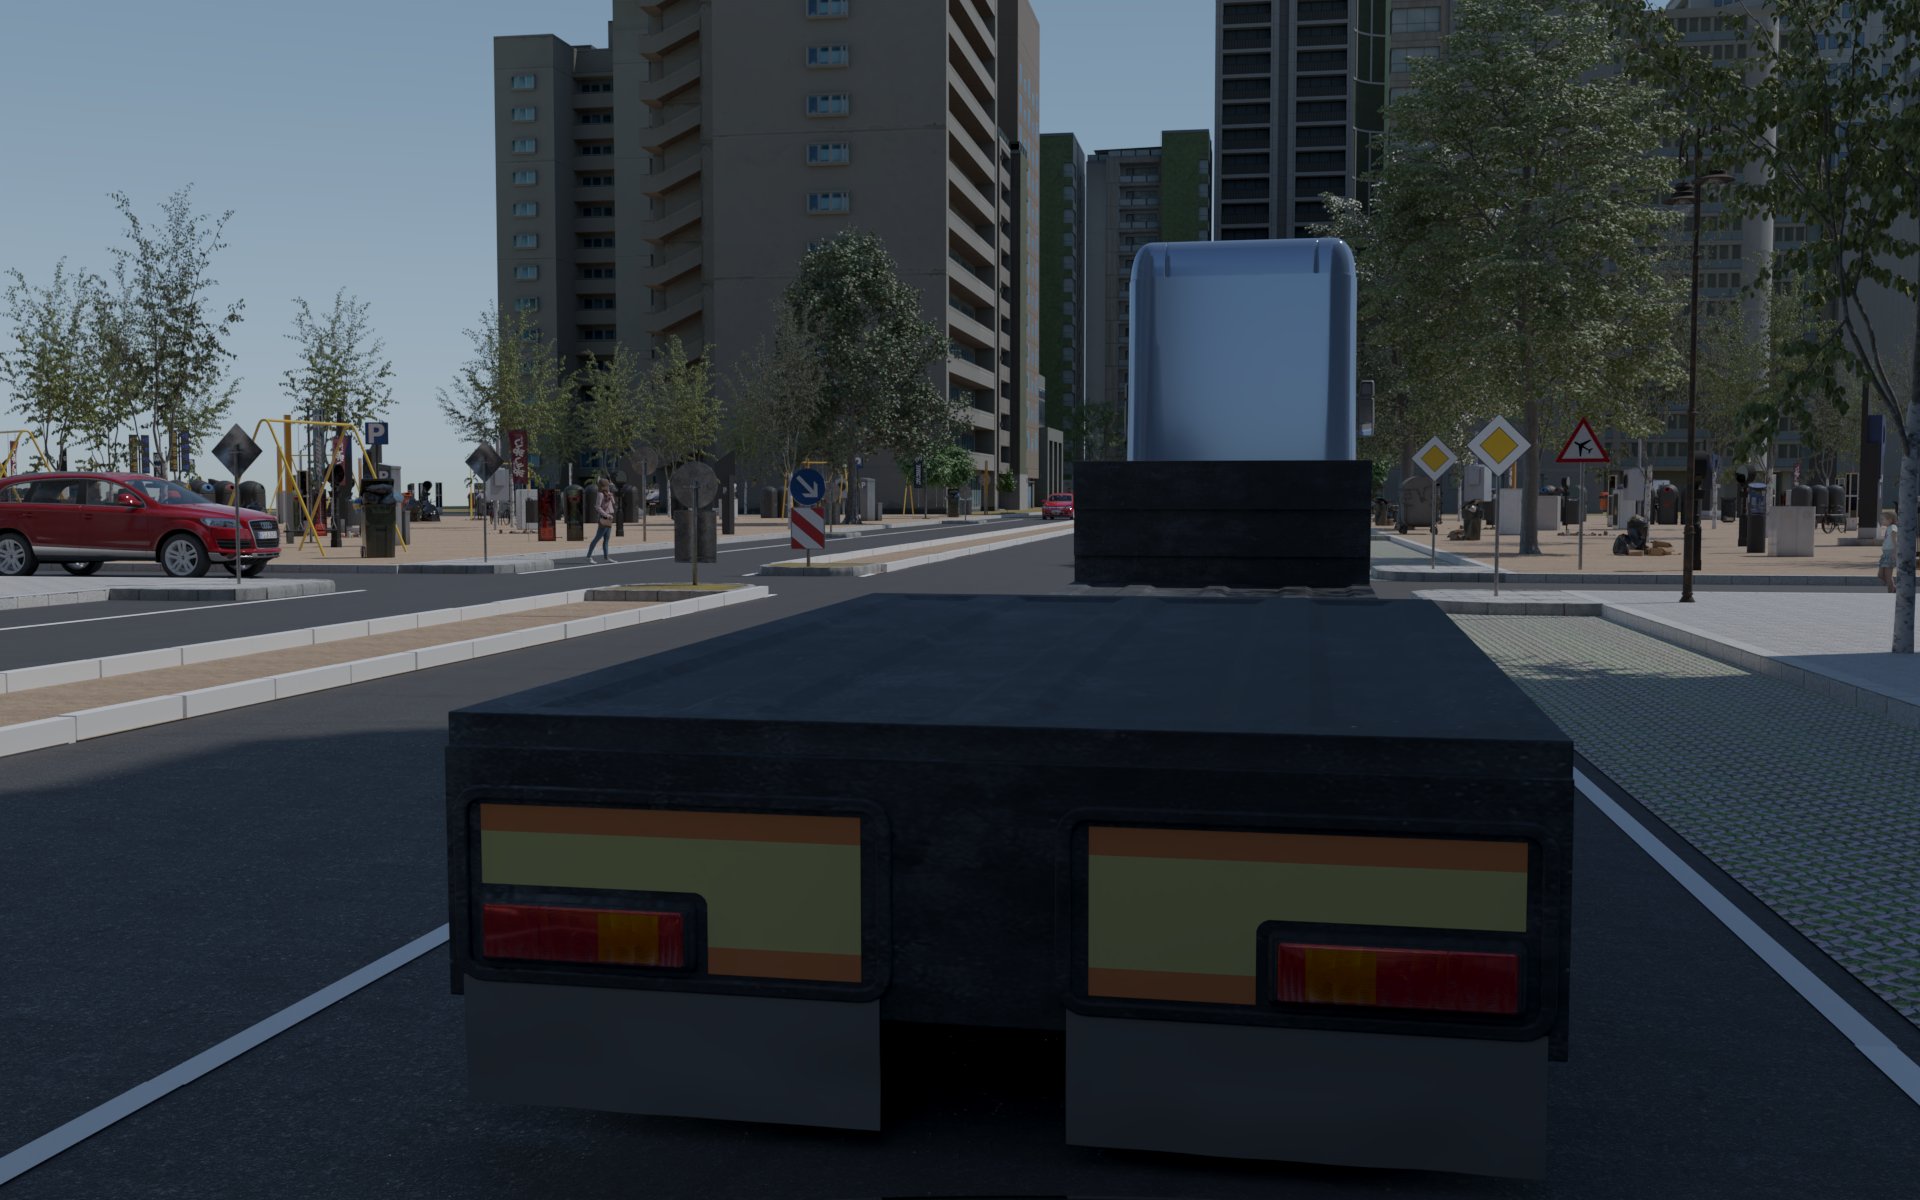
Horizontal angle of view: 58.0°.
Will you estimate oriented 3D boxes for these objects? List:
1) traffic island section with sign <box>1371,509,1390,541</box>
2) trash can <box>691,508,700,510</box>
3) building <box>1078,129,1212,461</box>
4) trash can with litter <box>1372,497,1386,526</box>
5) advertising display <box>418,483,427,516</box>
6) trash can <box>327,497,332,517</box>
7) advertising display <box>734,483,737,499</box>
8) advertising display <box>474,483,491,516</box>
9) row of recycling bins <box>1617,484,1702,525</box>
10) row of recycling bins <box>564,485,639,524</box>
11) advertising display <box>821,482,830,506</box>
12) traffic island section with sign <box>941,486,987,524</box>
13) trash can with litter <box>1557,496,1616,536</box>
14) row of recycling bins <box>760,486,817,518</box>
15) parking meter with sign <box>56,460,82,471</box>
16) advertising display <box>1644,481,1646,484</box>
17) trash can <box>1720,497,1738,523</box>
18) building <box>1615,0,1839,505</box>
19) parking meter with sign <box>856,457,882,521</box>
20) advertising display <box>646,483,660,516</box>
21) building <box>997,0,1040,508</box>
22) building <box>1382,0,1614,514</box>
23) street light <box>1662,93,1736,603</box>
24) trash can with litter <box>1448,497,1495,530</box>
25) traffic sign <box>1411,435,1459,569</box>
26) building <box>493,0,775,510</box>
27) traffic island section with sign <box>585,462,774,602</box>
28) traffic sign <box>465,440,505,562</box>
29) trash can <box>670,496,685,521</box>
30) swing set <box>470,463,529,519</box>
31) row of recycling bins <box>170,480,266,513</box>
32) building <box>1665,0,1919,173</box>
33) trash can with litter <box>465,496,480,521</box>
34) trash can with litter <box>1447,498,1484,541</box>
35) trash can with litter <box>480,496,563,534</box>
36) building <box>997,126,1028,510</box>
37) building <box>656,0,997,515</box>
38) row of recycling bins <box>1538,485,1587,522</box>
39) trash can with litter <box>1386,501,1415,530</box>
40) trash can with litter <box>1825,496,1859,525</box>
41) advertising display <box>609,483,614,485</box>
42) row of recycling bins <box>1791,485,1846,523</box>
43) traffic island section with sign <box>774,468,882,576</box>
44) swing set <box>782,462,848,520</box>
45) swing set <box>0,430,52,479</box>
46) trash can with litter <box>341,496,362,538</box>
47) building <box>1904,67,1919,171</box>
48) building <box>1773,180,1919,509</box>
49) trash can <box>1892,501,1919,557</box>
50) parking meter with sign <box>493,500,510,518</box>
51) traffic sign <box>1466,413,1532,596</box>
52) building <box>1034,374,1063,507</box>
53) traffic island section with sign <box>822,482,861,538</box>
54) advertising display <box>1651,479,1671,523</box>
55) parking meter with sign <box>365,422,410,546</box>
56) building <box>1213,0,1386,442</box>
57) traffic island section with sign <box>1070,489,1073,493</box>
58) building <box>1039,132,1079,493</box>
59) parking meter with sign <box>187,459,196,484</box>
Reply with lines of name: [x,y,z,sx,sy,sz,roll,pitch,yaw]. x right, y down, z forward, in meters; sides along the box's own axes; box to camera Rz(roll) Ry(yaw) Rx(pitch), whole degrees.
traffic island section with sign: [12.308,-2.766,53.846,1.989,1.847,2.006,1,4,10]
trash can: [-13.091,-4.498,85.188,0.748,1.137,0.748,0,3,0]
building: [21.611,-31.473,198.175,14.086,41.232,14.154,1,4,10]
trash can with litter: [17.077,-3.578,69.895,1.055,1.170,0.624,-3,5,-43]
advertising display: [-30.861,-5.771,99.563,0.123,1.923,0.974,0,4,8]
trash can: [-35.218,-5.208,96.807,0.748,1.137,0.748,0,3,0]
advertising display: [-13.067,-5.730,98.907,0.123,1.923,0.974,2,4,30]
advertising display: [-27.364,-5.754,99.294,0.974,1.923,0.123,-3,4,-36]
row of recycling bins: [29.290,-4.023,72.888,3.534,1.692,1.069,1,4,21]
row of recycling bins: [-15.680,-4.211,75.969,3.534,1.692,1.069,-3,5,-42]
advertising display: [-7.427,-5.570,96.290,0.123,1.923,0.974,-3,4,-36]
traffic island section with sign: [0.245,-4.593,83.731,1.989,1.847,2.006,1,4,10]
trash can with litter: [19.301,-2.580,53.247,2.233,1.210,1.678,-1,4,-10]
row of recycling bins: [-9.105,-5.233,92.672,3.534,1.692,1.069,-3,5,-43]
parking meter with sign: [-45.811,-5.723,89.840,1.738,3.016,0.543,-1,4,-17]
advertising display: [33.152,-4.771,83.219,0.123,1.923,0.974,-1,4,-15]
trash can: [34.424,-4.033,77.593,0.748,1.137,0.748,0,3,0]
building: [47.685,-27.162,135.972,32.217,40.220,23.993,1,4,10]
parking meter with sign: [-4.345,-5.243,81.988,0.543,3.016,1.738,2,4,33]
advertising display: [-18.061,-5.894,101.573,0.974,1.923,0.123,-3,4,-39]
building: [-0.851,-30.621,150.756,14.600,45.320,14.200,1,4,10]
building: [36.060,-26.609,118.657,14.154,41.232,14.086,1,4,10]
street light: [8.618,-2.909,20.348,0.468,5.910,1.993,1,4,10]
trash can with litter: [18.848,-3.173,62.941,1.678,1.210,2.233,-3,5,-42]
traffic sign: [8.081,-1.584,29.534,0.795,2.450,0.064,1,4,10]
building: [-32.548,-33.743,175.397,21.600,48.544,21.300,1,4,10]
traffic island section with sign: [-3.839,-0.958,23.802,2.006,1.907,1.989,1,4,10]
traffic sign: [-8.909,-1.764,32.477,0.795,2.450,0.064,1,4,10]
trash can: [-13.717,-4.425,84.005,0.748,1.137,0.748,0,3,0]
swing set: [-23.379,-5.500,87.548,3.119,2.851,2.862,-1,4,-15]
row of recycling bins: [-22.452,-2.748,52.044,1.069,1.692,3.534,2,4,27]
building: [92.459,-39.521,188.165,28.212,58.520,21.231,1,4,10]
trash can with litter: [-23.598,-4.480,84.312,1.678,1.210,2.233,0,4,-1]
trash can with litter: [13.932,-2.230,47.855,0.624,1.170,1.055,-3,4,-36]
trash can with litter: [-14.252,-2.763,56.236,2.233,1.210,1.678,-1,4,-21]
building: [-2.477,-22.343,137.002,14.160,30.474,14.107,1,4,10]
building: [-9.555,-30.298,119.078,21.300,48.544,21.600,1,4,10]
row of recycling bins: [27.956,-4.545,81.425,1.069,1.692,3.534,-2,4,-31]
trash can with litter: [15.736,-3.055,61.333,0.624,1.170,1.055,-1,4,-14]
trash can with litter: [36.699,-3.717,71.829,2.233,1.210,1.678,2,4,35]
advertising display: [-19.234,-5.605,96.857,0.974,1.923,0.123,-3,4,-38]
row of recycling bins: [39.167,-4.359,78.379,3.534,1.692,1.069,-1,4,-20]
traffic island section with sign: [-2.569,-1.404,31.100,2.006,1.907,1.989,1,4,10]
swing set: [-7.147,-5.325,84.682,3.119,2.851,2.862,-1,4,-17]
swing set: [-23.685,-2.776,43.007,3.119,2.851,2.862,3,5,41]
trash can with litter: [-17.658,-2.474,51.505,1.678,1.210,2.233,2,4,35]
building: [95.574,-29.002,157.780,14.086,41.232,14.154,1,4,10]
building: [81.488,-23.720,159.525,14.107,30.474,14.160,1,4,10]
trash can: [19.503,-1.459,35.504,0.748,1.137,0.748,0,3,0]
parking meter with sign: [-24.395,-5.861,92.082,0.543,3.016,1.738,-3,5,-45]
traffic sign: [6.722,-1.102,21.665,0.795,2.450,0.064,1,4,10]
building: [-6.522,-52.344,168.503,31.000,86.520,22.319,1,4,10]
traffic island section with sign: [-4.337,-2.969,57.167,1.989,1.847,2.006,1,4,10]
advertising display: [30.840,-4.348,76.299,0.974,1.923,0.123,-1,4,-17]
parking meter with sign: [-14.103,-2.848,42.825,0.543,3.016,1.738,0,4,1]
building: [39.497,-46.405,196.971,20.611,71.187,20.563,1,4,10]
traffic island section with sign: [8.755,-7.611,133.061,1.989,1.847,2.006,1,4,10]
building: [6.916,-31.584,199.993,14.086,41.232,14.154,1,4,10]
parking meter with sign: [-37.922,-5.461,85.550,0.543,3.016,1.738,-2,4,-33]
